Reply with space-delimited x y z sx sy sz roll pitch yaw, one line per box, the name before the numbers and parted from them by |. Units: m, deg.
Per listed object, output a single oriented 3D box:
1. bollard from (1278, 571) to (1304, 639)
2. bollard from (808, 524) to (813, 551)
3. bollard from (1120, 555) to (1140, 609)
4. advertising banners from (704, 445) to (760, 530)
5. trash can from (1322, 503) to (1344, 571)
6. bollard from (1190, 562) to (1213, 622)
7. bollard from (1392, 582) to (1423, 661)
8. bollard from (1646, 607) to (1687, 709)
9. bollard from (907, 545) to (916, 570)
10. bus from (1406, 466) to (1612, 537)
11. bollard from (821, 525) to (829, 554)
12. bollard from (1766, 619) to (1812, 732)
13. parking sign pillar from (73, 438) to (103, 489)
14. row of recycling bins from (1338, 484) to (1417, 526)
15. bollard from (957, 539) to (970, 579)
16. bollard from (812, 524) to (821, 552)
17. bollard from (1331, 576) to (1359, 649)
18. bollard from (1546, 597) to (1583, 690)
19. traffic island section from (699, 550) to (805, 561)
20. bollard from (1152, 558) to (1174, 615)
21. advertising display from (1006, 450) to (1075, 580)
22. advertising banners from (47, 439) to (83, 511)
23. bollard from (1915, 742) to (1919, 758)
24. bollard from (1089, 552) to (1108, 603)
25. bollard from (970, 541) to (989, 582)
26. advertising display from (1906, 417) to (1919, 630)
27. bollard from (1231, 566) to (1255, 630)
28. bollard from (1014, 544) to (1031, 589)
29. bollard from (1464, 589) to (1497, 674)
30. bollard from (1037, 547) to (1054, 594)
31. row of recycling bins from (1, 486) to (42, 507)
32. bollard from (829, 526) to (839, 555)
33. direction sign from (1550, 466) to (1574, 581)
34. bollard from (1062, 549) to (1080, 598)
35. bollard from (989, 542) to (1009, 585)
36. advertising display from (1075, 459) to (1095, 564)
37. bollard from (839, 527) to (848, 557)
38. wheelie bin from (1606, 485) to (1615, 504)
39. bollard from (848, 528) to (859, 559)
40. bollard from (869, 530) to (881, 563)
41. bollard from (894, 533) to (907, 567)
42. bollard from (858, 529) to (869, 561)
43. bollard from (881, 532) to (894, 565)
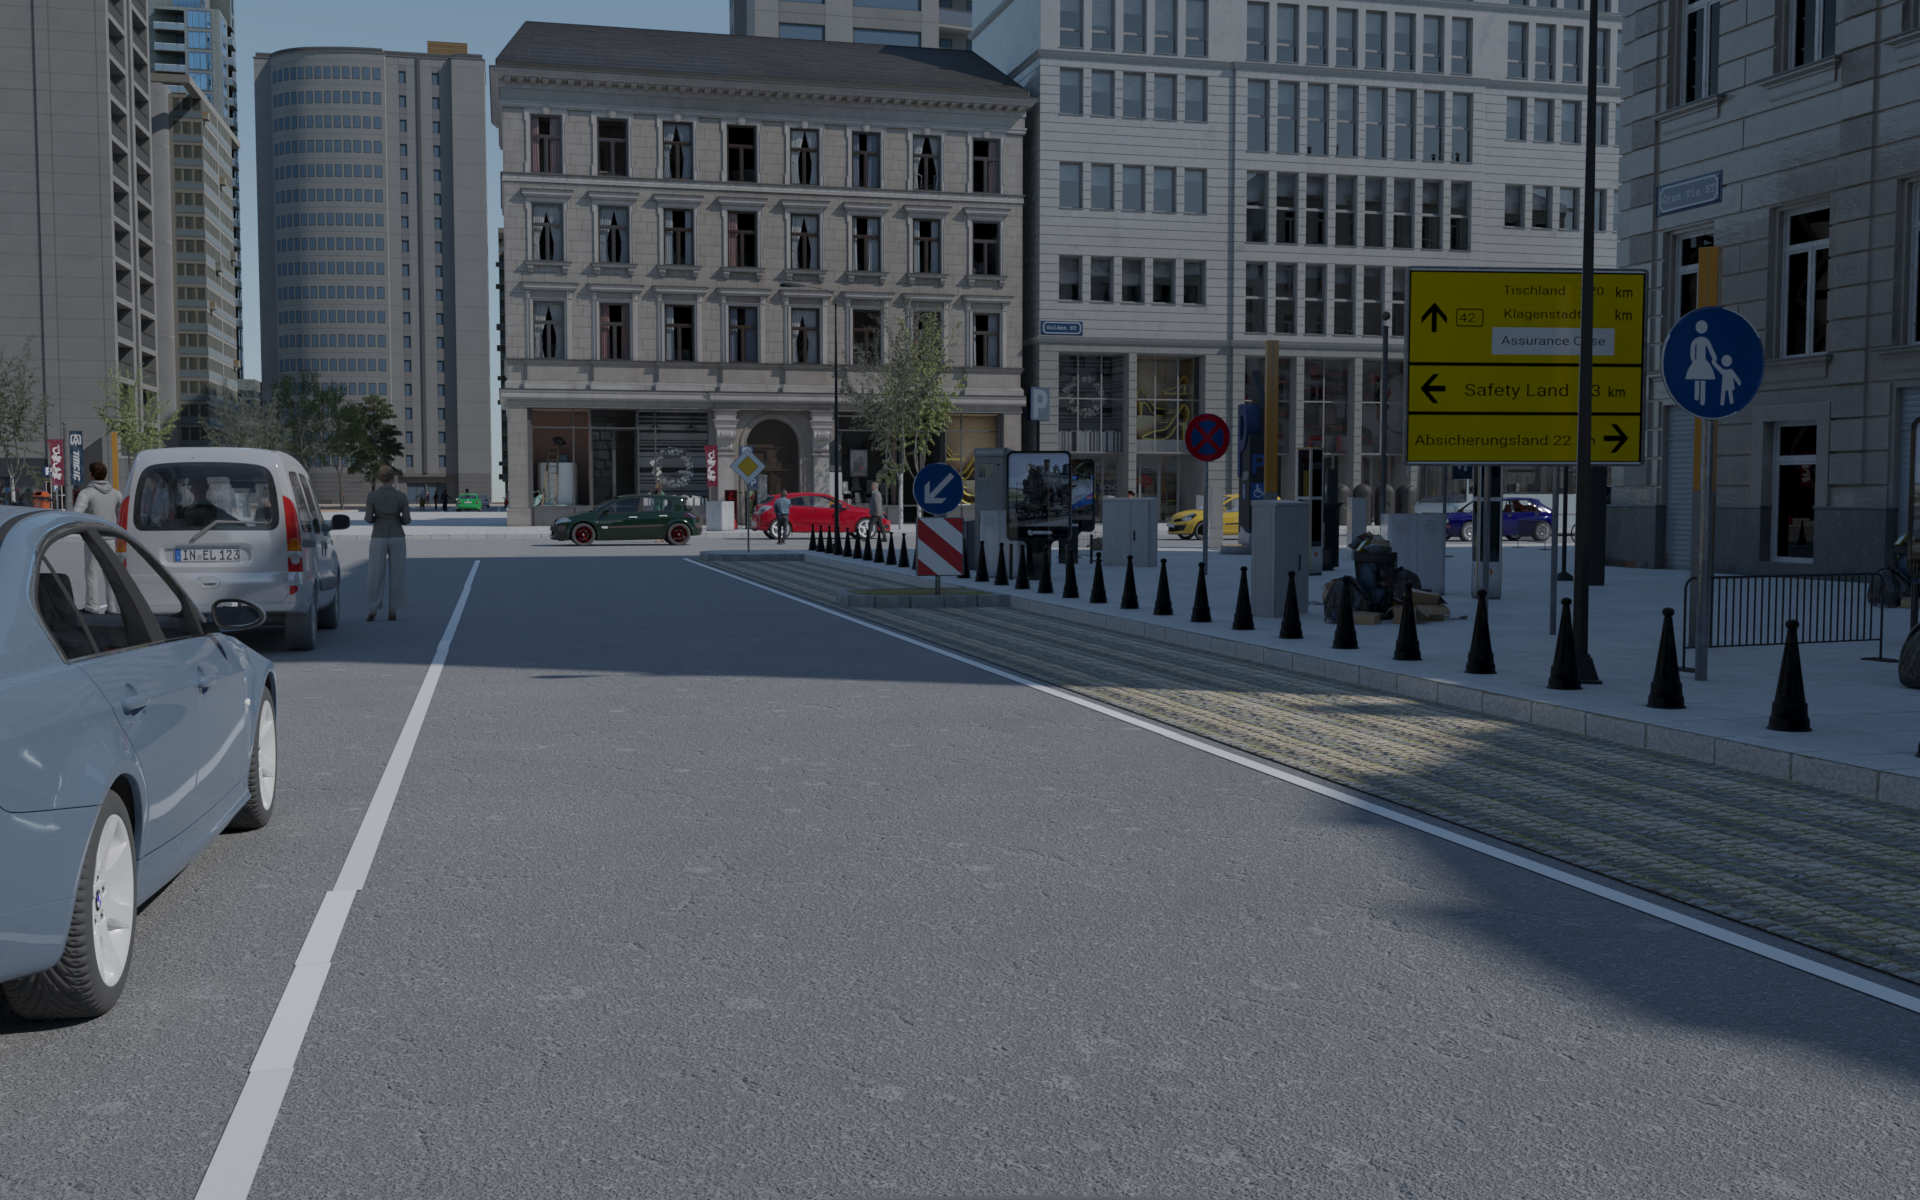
bollard | 2.947 0.039 15.403 0.229 0.601 0.229 0 3 0
bollard | -3.343 -1.426 39.353 0.229 0.601 0.229 0 3 0
bollard | 1.902 -0.205 19.391 0.229 0.601 0.229 0 3 0
advertising banners | -8.201 -4.039 62.227 2.074 3.025 0.090 -2 4 -26
trash can | 6.067 -1.068 29.110 0.748 1.137 0.748 0 3 0
bollard | 2.424 -0.082 17.388 0.229 0.601 0.229 0 3 0
bollard | 3.467 0.161 13.404 0.229 0.601 0.229 0 3 0
bollard | 4.251 0.344 10.411 0.229 0.601 0.229 0 3 0
bollard | -0.714 -0.815 29.368 0.229 0.601 0.229 0 3 0
bus | 21.460 -3.987 60.049 13.247 3.499 2.948 -1 4 -17
bollard | -2.816 -1.304 37.361 0.229 0.601 0.229 0 3 0
bollard | 4.518 0.405 9.418 0.229 0.601 0.229 0 3 0
parking sign pillar | -41.374 -5.732 82.196 1.447 3.967 1.447 2 4 28
row of recycling bins | 16.789 -3.861 70.247 3.534 1.692 1.069 0 4 0
bollard | 0.059 -0.633 26.386 0.229 0.601 0.229 0 3 0
bollard | -3.084 -1.365 38.359 0.229 0.601 0.229 0 3 0
bollard | 3.208 0.101 14.398 0.229 0.601 0.229 0 3 0
bollard | 3.990 0.283 11.414 0.229 0.601 0.229 0 3 0
traffic island section | -4.633 -0.968 38.100 2.009 0.180 2.903 -1 4 -15
bollard | 2.161 -0.144 18.390 0.229 0.601 0.229 0 3 0
advertising display | 1.174 -1.254 25.714 0.974 1.923 0.123 1 4 10
advertising banners | -28.252 -3.637 55.658 0.090 3.025 2.074 3 4 37
bollard | 4.778 0.467 8.412 0.229 0.601 0.229 0 3 0
bollard | 1.633 -0.267 20.405 0.229 0.601 0.229 0 3 0
bollard | 0.325 -0.572 25.386 0.229 0.601 0.229 0 3 0
advertising display | 8.250 -0.541 14.065 0.974 1.923 0.123 3 4 36
bollard | 2.685 -0.022 16.395 0.229 0.601 0.229 0 3 0
bollard | 0.846 -0.450 23.395 0.229 0.601 0.229 0 3 0
bollard | 3.735 0.222 12.408 0.229 0.601 0.229 0 3 0
bollard | 1.108 -0.389 22.402 0.229 0.601 0.229 0 3 0
row of recycling bins | -48.028 -4.966 88.300 3.534 1.692 1.069 2 4 29
bollard | -2.554 -1.243 36.357 0.229 0.601 0.229 0 3 0
direction sign | 8.969 -2.057 25.623 0.876 3.537 0.379 -2 4 -26
bollard | 1.371 -0.328 21.398 0.229 0.601 0.229 0 3 0
bollard | 0.585 -0.510 24.388 0.229 0.601 0.229 0 3 0
advertising display | 2.002 -1.633 31.908 0.974 1.923 0.123 1 4 10
bollard | -2.293 -1.182 35.363 0.229 0.601 0.229 0 3 0
wheelie bin | 14.181 -1.854 38.229 0.693 1.594 0.980 1 4 16
bollard | -2.030 -1.121 34.370 0.229 0.601 0.229 0 3 0
bollard | -1.511 -0.999 32.375 0.229 0.601 0.229 0 3 0
bollard | -0.984 -0.876 30.359 0.229 0.601 0.229 0 3 0
bollard | -1.777 -1.060 33.375 0.229 0.601 0.229 0 3 0
bollard | -1.243 -0.937 31.360 0.229 0.601 0.229 0 3 0
